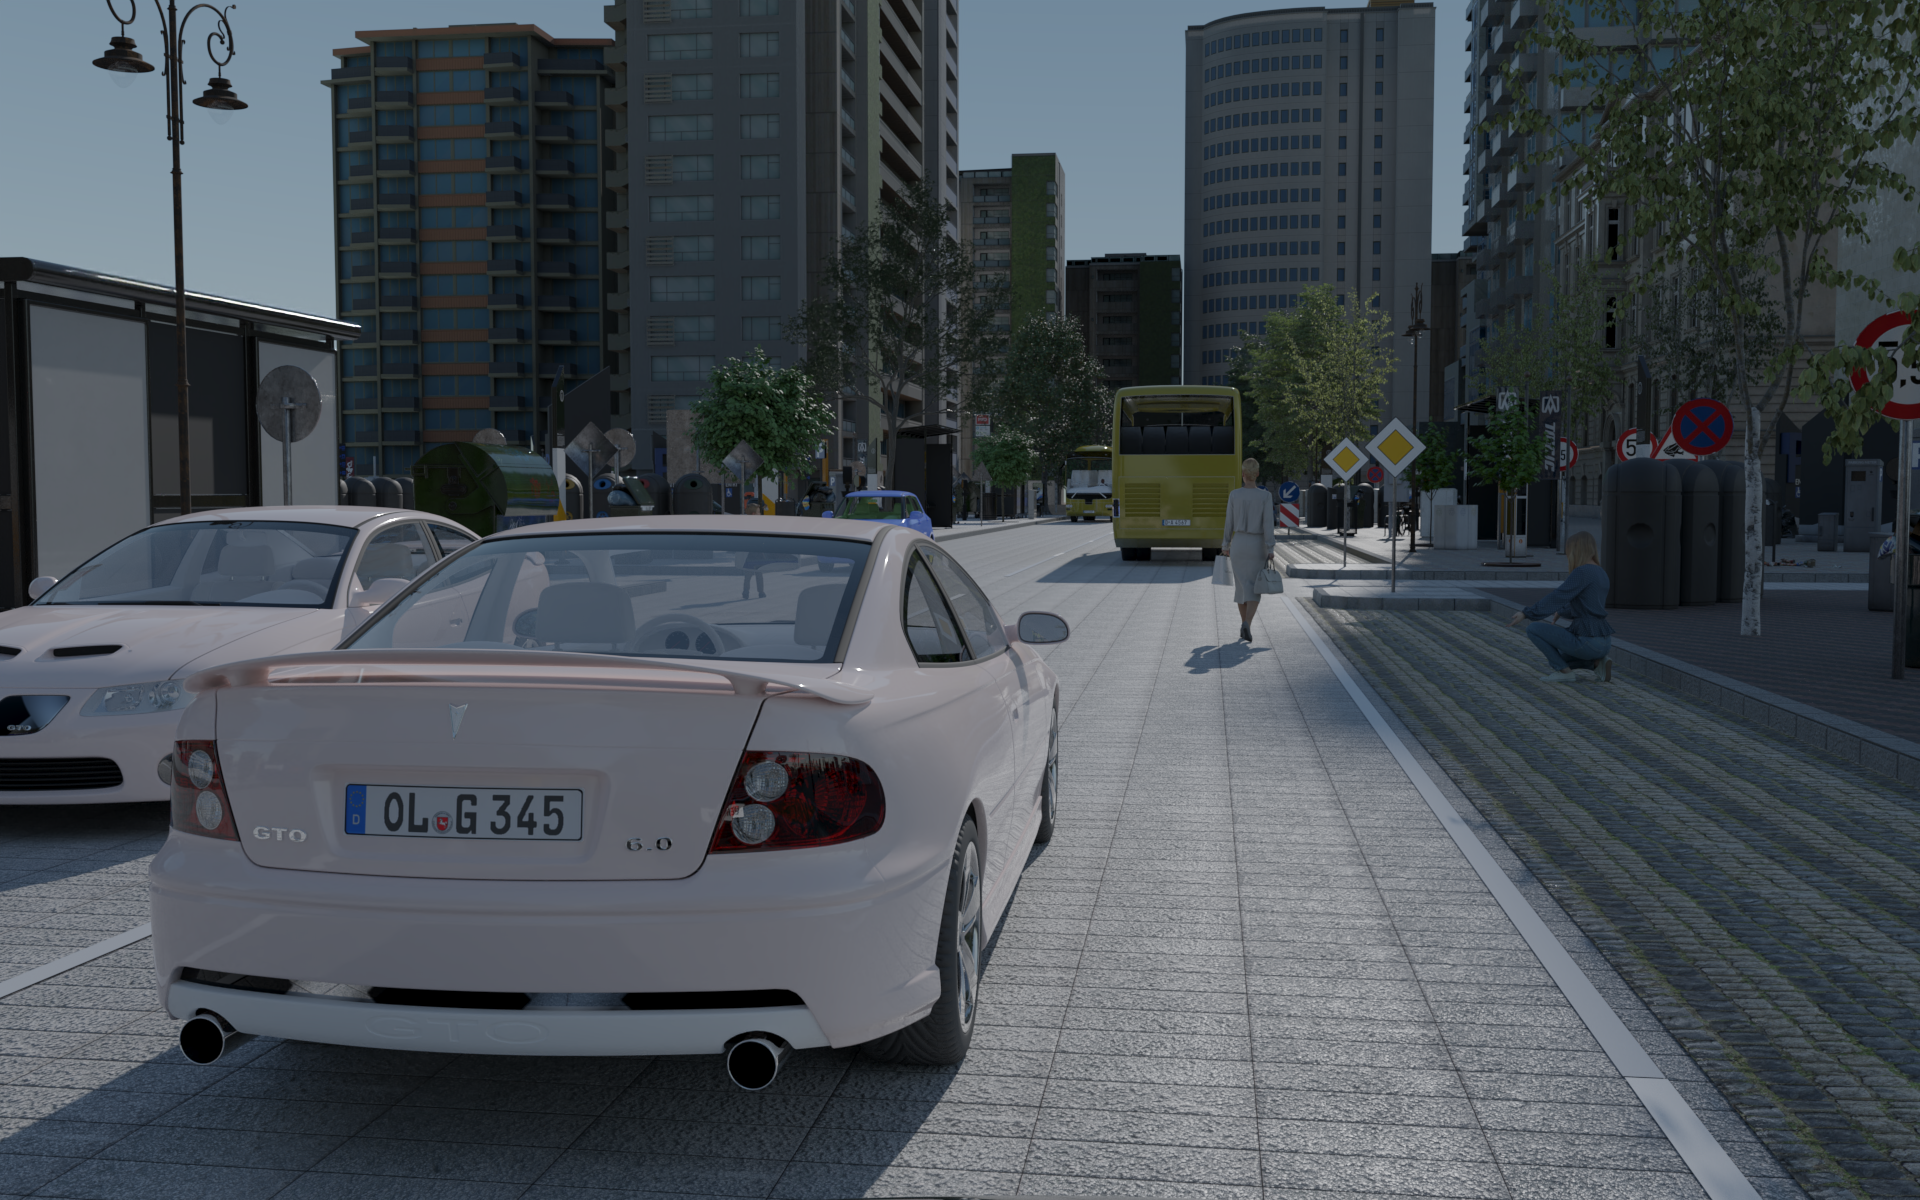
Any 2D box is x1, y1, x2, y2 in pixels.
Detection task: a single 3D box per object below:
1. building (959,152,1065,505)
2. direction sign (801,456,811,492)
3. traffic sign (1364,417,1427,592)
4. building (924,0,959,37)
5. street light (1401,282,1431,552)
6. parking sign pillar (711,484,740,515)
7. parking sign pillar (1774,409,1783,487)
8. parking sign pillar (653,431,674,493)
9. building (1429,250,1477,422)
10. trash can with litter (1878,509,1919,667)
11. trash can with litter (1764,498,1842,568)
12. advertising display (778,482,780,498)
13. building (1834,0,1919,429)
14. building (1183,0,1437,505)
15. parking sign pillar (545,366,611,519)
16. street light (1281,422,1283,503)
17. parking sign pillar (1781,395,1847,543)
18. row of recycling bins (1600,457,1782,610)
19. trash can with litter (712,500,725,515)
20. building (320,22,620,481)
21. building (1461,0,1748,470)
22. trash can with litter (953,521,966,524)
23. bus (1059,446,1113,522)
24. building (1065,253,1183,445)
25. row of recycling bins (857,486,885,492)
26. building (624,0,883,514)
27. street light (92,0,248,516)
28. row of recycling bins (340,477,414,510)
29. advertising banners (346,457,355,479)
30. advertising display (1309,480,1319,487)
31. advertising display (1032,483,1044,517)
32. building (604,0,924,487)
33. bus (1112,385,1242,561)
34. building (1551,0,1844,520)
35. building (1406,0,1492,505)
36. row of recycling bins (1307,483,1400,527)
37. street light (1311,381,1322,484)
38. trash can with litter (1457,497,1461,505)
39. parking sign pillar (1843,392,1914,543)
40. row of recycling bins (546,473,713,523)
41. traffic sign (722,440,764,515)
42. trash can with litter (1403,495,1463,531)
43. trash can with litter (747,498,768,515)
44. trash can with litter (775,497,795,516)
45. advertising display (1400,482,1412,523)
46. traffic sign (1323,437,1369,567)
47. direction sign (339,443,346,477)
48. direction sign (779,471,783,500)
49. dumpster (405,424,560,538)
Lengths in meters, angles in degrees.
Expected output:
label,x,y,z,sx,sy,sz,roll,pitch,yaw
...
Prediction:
label,x,y,z,sx,sy,sz,roll,pitch,yaw
building,5.359,-32.264,211.106,14.086,41.232,14.154,0,4,8
direction sign,-8.969,-6.641,100.584,0.379,3.537,0.876,-3,5,-44
traffic sign,5.652,-1.156,22.545,0.795,2.450,0.064,0,4,8
building,-14.605,-37.829,160.503,28.212,58.520,21.231,0,4,8
street light,9.973,-3.988,37.987,0.468,5.910,1.993,0,4,8
parking sign pillar,-9.245,-4.872,68.133,1.447,3.967,1.447,2,4,35
parking sign pillar,26.479,-4.068,54.992,1.447,3.967,1.447,-2,4,-27
parking sign pillar,-12.338,-5.193,73.379,1.447,3.967,1.447,-1,4,-13
building,61.894,-26.507,205.086,14.107,30.474,14.160,0,4,8
trash can with litter,7.437,-0.088,12.828,1.055,1.170,0.624,0,4,2
trash can with litter,14.594,-1.215,30.930,1.678,1.210,2.233,-2,4,-26
advertising display,-9.491,-5.217,90.509,0.123,1.923,0.974,0,4,-8
building,33.860,-11.660,45.400,16.860,20.320,10.420,0,4,8
building,41.231,-40.808,209.216,28.212,58.520,21.231,0,4,8
parking sign pillar,-8.014,-2.929,36.369,1.447,3.967,1.447,-2,4,-26
street light,19.354,-8.024,103.981,0.468,5.910,1.993,0,4,8
parking sign pillar,23.074,-3.524,46.091,1.447,3.967,1.447,-2,4,-25
row of recycling bins,8.649,-0.819,20.511,1.069,1.692,3.534,3,5,43
trash can with litter,-6.023,-1.968,43.558,1.055,1.170,0.624,2,4,33
building,-43.135,-31.177,164.367,28.867,44.769,22.147,0,4,8
building,47.404,-30.365,116.069,23.786,49.044,30.456,0,4,8
trash can with litter,-0.574,-3.869,74.309,1.678,1.210,2.233,0,4,-2
bus,7.392,-6.106,91.377,2.896,3.916,12.252,1,4,10
building,19.941,-26.847,210.647,14.107,30.474,14.160,0,4,8
row of recycling bins,-4.387,-4.772,85.138,1.069,1.692,3.534,1,4,13
building,-13.372,-26.449,116.034,14.154,41.232,14.086,0,4,8
street light,-6.799,-2.588,15.102,0.468,5.910,1.993,0,4,8
row of recycling bins,-14.174,-2.108,41.579,1.069,1.692,3.534,1,4,21
advertising banners,-27.862,-5.198,81.176,2.074,3.025,0.090,0,4,4
advertising display,16.721,-4.693,81.942,0.123,1.923,0.974,2,4,32
advertising display,4.427,-5.662,97.788,0.123,1.923,0.974,-2,4,-34
building,-14.982,-31.234,134.372,21.300,48.544,21.600,0,4,8
bus,5.009,-2.956,39.882,2.896,3.916,12.252,0,4,7
building,37.489,-16.165,83.375,14.460,24.649,34.723,0,4,8
building,51.191,-50.929,145.367,22.319,86.520,31.000,0,4,8
row of recycling bins,15.276,-3.681,67.303,3.534,1.692,1.069,1,4,16
street light,14.665,-6.022,71.245,0.468,5.910,1.993,0,4,8
trash can with litter,19.029,-3.390,66.812,0.624,1.170,1.055,1,4,21
parking sign pillar,22.486,-3.290,42.260,1.447,3.967,1.447,2,4,26
row of recycling bins,-6.621,-1.677,34.534,3.534,1.692,1.069,1,4,10
traffic sign,-4.007,-1.734,31.998,0.795,2.450,0.064,0,4,8
trash can with litter,16.139,-3.031,60.618,1.678,1.210,2.233,-1,4,-22
trash can with litter,-6.010,-2.433,51.174,0.624,1.170,1.055,0,4,-2
trash can with litter,-11.639,-5.977,108.782,2.233,1.210,1.678,0,4,4
advertising display,20.077,-4.437,77.753,0.123,1.923,0.974,-2,4,-24
traffic sign,6.776,-1.640,30.451,0.795,2.450,0.064,0,4,8
direction sign,-27.820,-5.218,77.308,0.876,3.537,0.379,0,4,3
direction sign,-6.622,-4.437,64.549,0.379,3.537,0.876,1,4,18
dumpster,-6.635,-1.321,24.096,1.502,2.255,1.985,0,4,8
